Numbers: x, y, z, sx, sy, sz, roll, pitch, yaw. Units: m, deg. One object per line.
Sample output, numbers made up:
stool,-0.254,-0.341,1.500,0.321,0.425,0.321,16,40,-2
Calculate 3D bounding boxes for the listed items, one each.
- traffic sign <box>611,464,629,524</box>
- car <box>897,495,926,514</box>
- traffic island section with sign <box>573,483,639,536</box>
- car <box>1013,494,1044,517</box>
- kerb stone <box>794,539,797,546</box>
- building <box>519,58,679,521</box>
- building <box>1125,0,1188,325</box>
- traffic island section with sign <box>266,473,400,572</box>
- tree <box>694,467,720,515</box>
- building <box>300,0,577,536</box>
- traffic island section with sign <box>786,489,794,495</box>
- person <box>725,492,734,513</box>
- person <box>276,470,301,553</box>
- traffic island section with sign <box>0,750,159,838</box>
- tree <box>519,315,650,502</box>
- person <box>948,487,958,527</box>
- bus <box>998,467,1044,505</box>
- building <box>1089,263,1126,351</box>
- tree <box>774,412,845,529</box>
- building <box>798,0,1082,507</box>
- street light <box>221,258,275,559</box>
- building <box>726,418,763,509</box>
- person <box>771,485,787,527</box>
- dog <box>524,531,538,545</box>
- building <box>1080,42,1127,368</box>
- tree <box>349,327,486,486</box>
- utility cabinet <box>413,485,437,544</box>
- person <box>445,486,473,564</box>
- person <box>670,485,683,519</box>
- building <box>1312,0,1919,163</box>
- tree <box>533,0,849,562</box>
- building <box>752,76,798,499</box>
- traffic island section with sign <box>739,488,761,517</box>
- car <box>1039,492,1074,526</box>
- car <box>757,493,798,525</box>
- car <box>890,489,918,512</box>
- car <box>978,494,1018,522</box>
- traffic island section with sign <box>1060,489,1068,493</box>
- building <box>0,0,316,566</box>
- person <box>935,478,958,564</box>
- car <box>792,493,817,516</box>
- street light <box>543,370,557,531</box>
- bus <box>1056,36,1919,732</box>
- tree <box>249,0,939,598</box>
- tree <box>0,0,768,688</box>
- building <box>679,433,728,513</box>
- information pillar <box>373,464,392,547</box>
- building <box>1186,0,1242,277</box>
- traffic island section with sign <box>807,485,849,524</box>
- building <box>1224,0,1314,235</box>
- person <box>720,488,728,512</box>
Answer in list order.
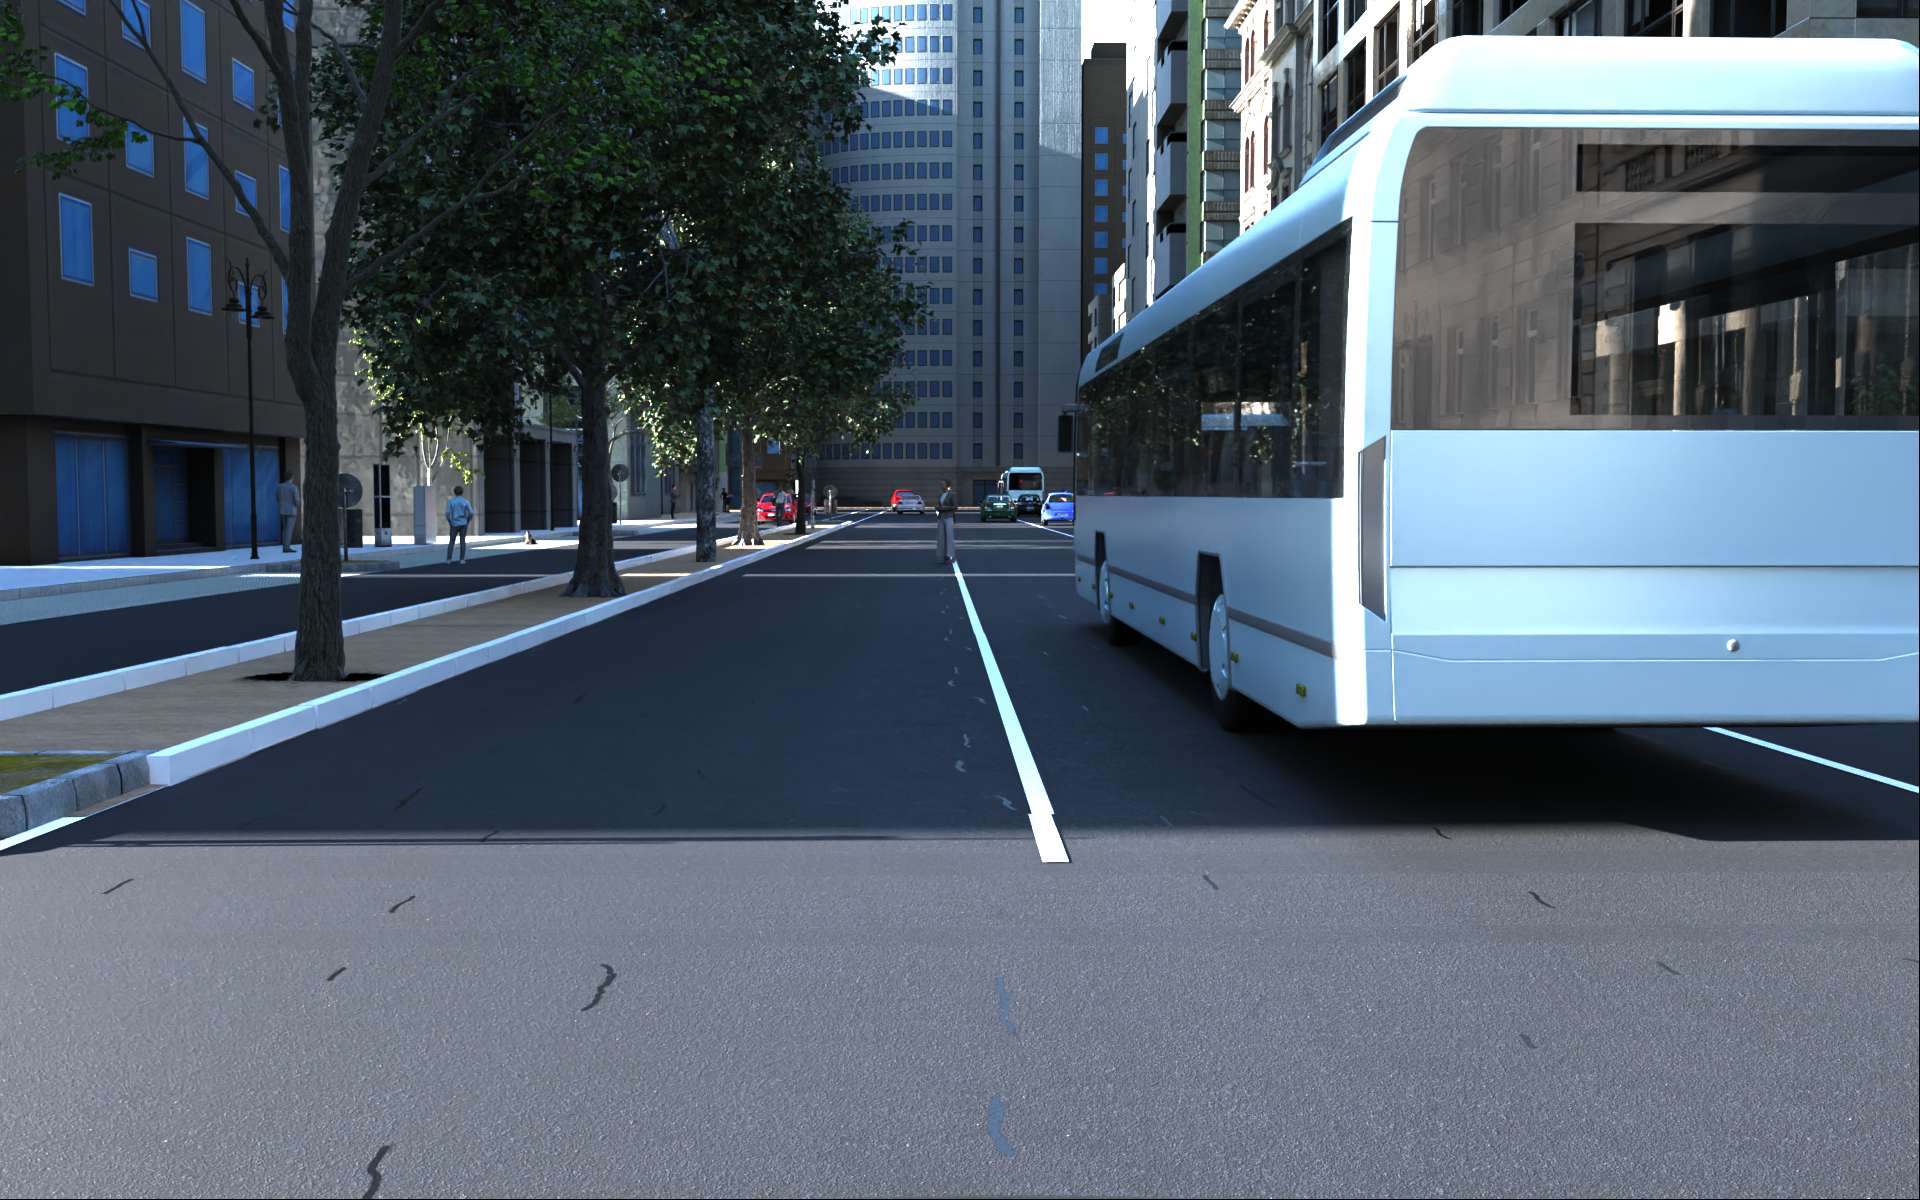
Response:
traffic sign,-14.328,-4.459,73.005,0.768,2.556,0.104,0,3,0
car,-3.480,-6.796,123.472,2.083,1.381,4.827,0,4,0
traffic island section with sign,-12.103,-3.103,59.368,1.989,1.847,2.006,0,4,-1
car,4.428,-6.190,111.000,2.009,1.686,4.222,0,4,1
kerb stone,-4.580,-1.509,46.918,0.120,0.150,1.000,0,4,-1
building,-27.516,-47.942,96.531,22.319,86.520,31.000,0,4,-1
building,25.836,-32.131,114.585,28.713,52.752,27.495,0,4,-1
traffic island section with sign,-11.643,-1.455,32.416,1.989,1.847,2.006,0,4,-1
tree,-15.576,-6.861,106.784,1.663,3.219,1.824,0,3,0
building,-25.050,-38.071,60.716,20.563,71.187,20.611,0,4,-1
traffic island section with sign,-13.409,-7.871,137.316,1.989,1.847,2.006,0,4,-1
person,-15.683,-6.653,118.053,0.697,1.427,0.421,-3,5,-40
person,-14.702,-1.947,38.072,0.606,1.804,0.583,1,4,13
traffic island section with sign,-4.954,0.034,7.577,2.006,1.907,1.989,0,4,-1
tree,-16.026,-8.809,78.435,7.601,10.594,8.767,1,4,18
person,-0.429,-4.097,75.891,0.661,1.777,0.834,-3,4,-38
bus,4.420,-7.969,125.154,2.948,3.499,13.247,0,4,-1
building,25.817,-18.309,144.388,27.650,21.520,28.899,0,4,-1
tree,-6.058,-7.226,70.963,4.360,8.622,3.978,0,3,0
building,-2.441,-38.894,177.923,28.212,58.520,21.231,0,4,-1
street light,-13.948,-3.748,34.073,0.468,5.910,1.993,0,4,-1
building,-32.378,-32.148,145.226,30.456,49.044,23.786,0,4,-1
person,-7.597,-3.918,72.653,0.679,1.850,0.850,0,4,-3
dog,-12.044,-1.754,48.864,0.748,0.427,0.550,-3,5,-44
building,18.982,-32.143,175.647,14.200,45.320,14.600,0,4,-1
tree,-15.294,-6.082,49.805,4.737,8.622,4.395,0,3,0
utility cabinet,-13.675,-2.175,44.243,0.318,1.500,1.173,0,4,-4
person,-10.325,-1.552,35.680,0.589,1.601,0.330,-1,4,-13
person,-14.811,-5.137,90.558,0.750,1.759,0.617,0,4,-5
building,21.961,-14.563,42.618,19.350,26.468,34.151,0,4,-1
tree,-6.556,-10.902,36.593,12.611,20.169,13.585,0,3,0
building,-23.608,-32.033,173.853,14.200,45.320,14.600,0,4,-1
traffic island section with sign,-12.953,-6.212,110.194,1.989,1.847,2.006,0,4,-1
car,4.607,-4.272,79.440,1.945,1.707,3.694,0,4,1
car,-8.598,-4.425,81.389,2.155,1.783,4.494,0,4,-2
car,-4.436,-7.889,137.658,2.281,1.827,5.304,0,4,-2
car,1.984,-4.757,89.570,2.131,1.459,4.920,0,4,0
traffic island section with sign,8.107,-7.894,137.699,1.989,1.847,2.006,0,4,-1
building,-23.282,-23.612,36.174,14.600,45.320,14.200,0,4,-1
person,-0.317,-1.639,35.852,0.519,1.759,0.362,3,5,42
car,-10.524,-6.472,114.857,2.155,1.783,4.494,0,4,0
street light,-14.346,-5.383,60.793,0.468,5.910,1.993,0,4,-1
bus,2.696,-1.148,13.627,2.948,3.499,13.247,0,4,-2
tree,-5.108,-6.397,24.050,9.611,12.733,9.660,0,3,0
tree,-4.814,-5.176,12.845,9.928,11.665,9.643,0,3,0
building,-24.157,-26.720,120.473,14.154,41.232,14.086,0,4,-1
information pillar,-13.989,-2.291,41.953,0.304,2.012,0.304,3,5,42
building,19.180,-25.106,94.071,14.154,41.232,14.086,0,4,-1
traffic island section with sign,-6.226,-4.561,82.705,2.006,1.907,1.989,0,4,-1
building,19.601,-17.366,71.317,14.401,28.519,23.554,0,4,-1
person,-16.334,-6.961,120.675,0.721,1.723,1.217,2,4,30
